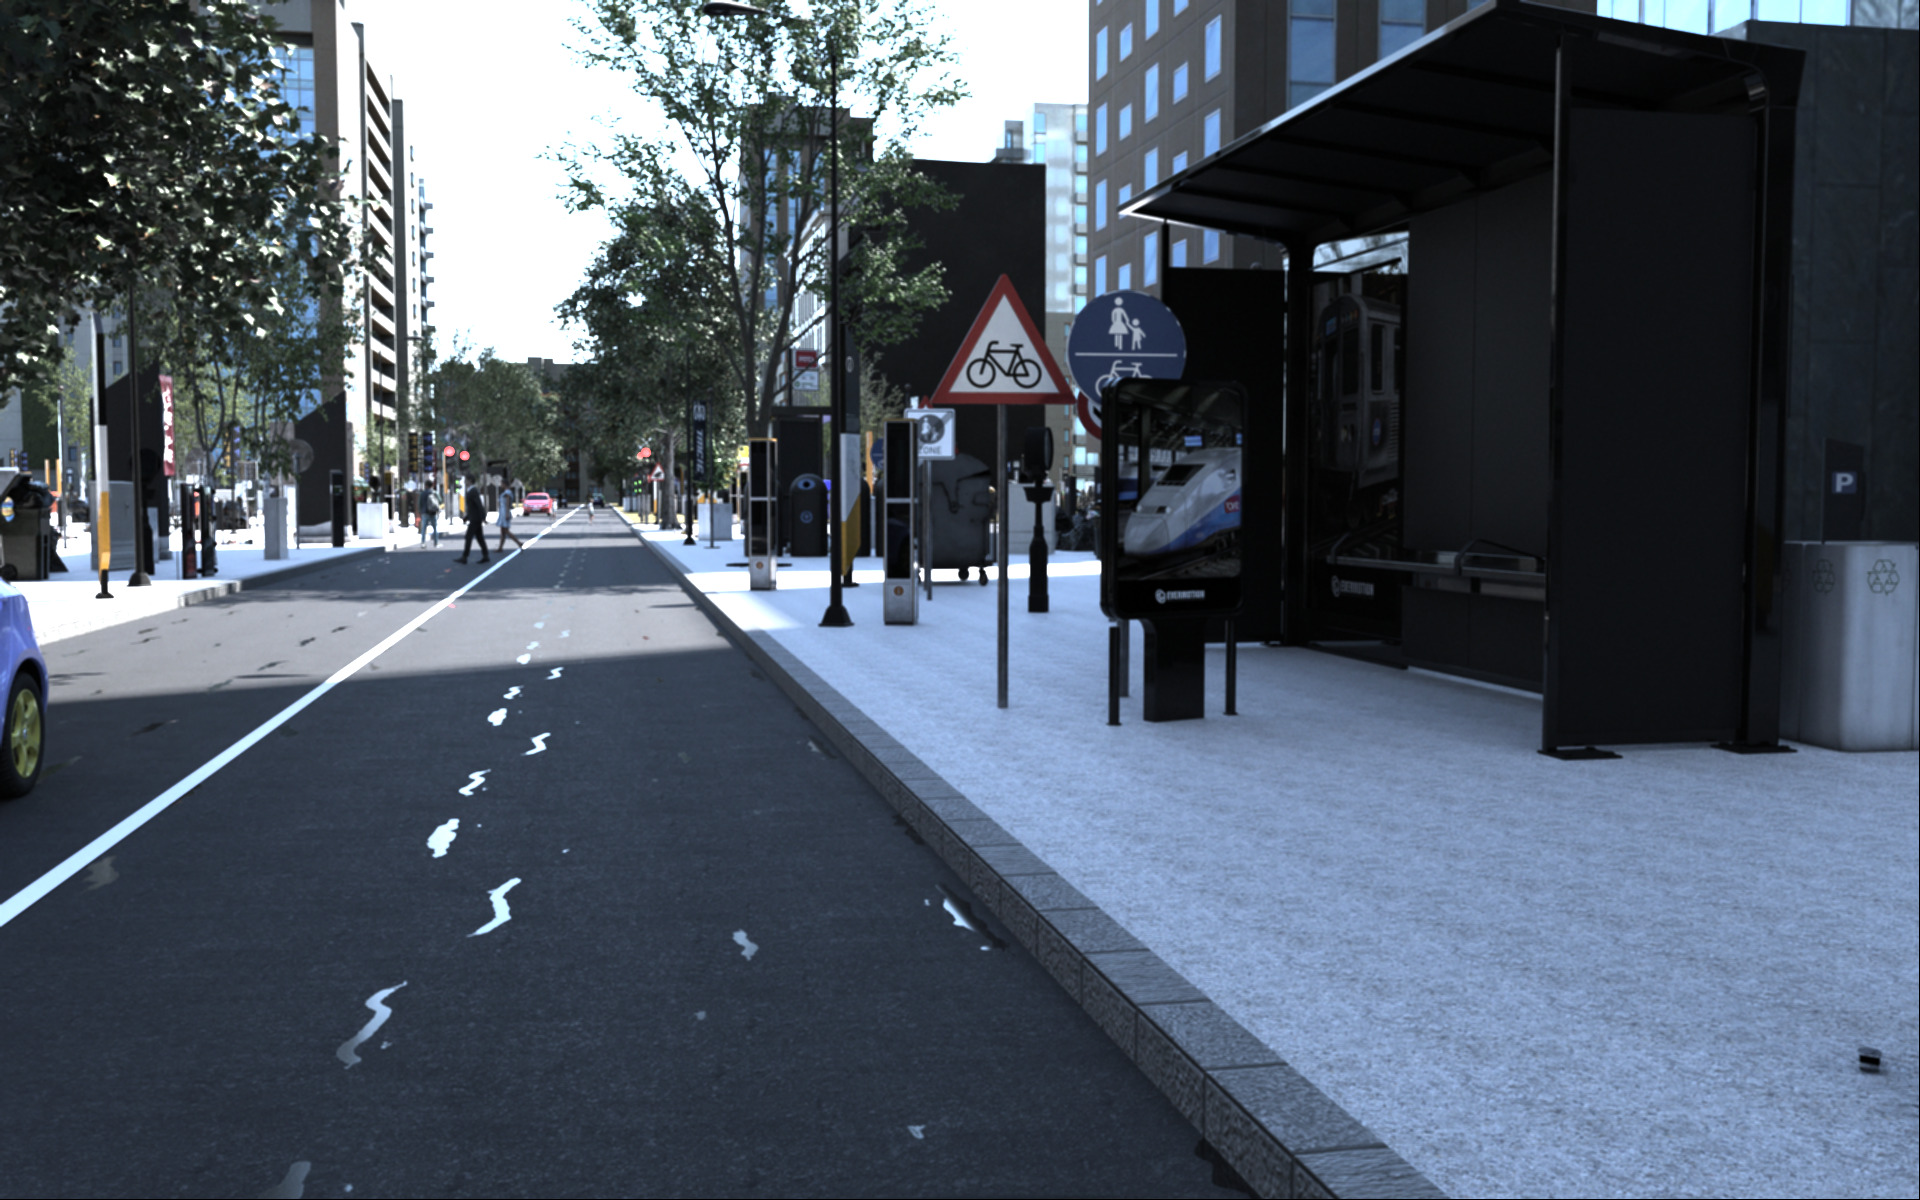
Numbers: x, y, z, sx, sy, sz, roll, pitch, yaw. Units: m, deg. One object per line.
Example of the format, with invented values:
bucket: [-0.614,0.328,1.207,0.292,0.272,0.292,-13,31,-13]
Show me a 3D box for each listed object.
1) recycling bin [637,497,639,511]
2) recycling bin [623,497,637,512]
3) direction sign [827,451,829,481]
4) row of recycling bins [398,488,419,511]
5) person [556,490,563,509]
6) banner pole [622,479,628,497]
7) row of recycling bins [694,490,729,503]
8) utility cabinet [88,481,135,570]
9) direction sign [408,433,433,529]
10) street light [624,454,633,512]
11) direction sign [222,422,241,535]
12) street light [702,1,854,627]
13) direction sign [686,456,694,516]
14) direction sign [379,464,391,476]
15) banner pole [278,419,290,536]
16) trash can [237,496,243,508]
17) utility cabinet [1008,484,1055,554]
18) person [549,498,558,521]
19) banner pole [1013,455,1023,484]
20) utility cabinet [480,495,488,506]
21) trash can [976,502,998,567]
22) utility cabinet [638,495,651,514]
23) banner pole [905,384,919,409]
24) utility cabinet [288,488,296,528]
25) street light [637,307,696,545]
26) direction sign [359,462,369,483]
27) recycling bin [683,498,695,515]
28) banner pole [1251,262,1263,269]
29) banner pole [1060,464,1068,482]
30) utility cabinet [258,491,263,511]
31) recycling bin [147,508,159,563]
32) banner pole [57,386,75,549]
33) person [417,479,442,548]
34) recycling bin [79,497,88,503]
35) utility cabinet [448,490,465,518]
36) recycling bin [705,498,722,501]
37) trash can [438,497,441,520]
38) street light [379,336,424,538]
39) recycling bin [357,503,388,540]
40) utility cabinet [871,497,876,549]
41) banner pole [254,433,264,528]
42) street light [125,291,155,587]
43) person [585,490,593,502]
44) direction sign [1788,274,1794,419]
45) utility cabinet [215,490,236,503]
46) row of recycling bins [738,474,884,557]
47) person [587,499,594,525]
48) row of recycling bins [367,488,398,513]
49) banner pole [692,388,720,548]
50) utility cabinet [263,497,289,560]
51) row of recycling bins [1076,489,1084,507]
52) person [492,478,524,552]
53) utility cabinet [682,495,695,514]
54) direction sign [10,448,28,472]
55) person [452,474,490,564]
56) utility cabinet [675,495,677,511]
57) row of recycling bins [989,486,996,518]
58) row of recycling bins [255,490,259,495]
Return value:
recycling bin: [-24.961,-7.319,132.221,0.722,1.027,0.722,1,4,14]
recycling bin: [-24.008,-6.907,125.481,0.722,1.027,0.722,-1,4,-18]
direction sign: [-6.910,-6.050,90.906,0.379,3.537,0.876,-1,4,-10]
row of recycling bins: [-38.850,-6.934,120.481,3.534,1.692,1.069,1,4,14]
person: [-38.110,-9.593,164.980,0.705,1.869,1.348,-3,5,-43]
banner pole: [-28.994,-9.788,150.052,0.401,3.779,0.863,2,4,31]
row of recycling bins: [-16.692,-6.750,117.477,3.534,1.692,1.069,-1,4,-14]
utility cabinet: [-14.257,-1.260,29.272,0.318,1.500,1.173,0,3,0]
direction sign: [-19.867,-4.396,63.870,0.876,3.537,0.379,0,4,-1]
street light: [-12.938,-6.008,70.772,1.470,5.913,1.316,-1,4,-12]
direction sign: [-22.998,-3.838,54.754,0.379,3.537,0.876,1,4,11]
street light: [-1.736,-2.694,16.596,1.470,5.913,1.316,-1,4,-12]
direction sign: [-15.879,-6.796,103.110,0.876,3.537,0.379,0,4,-7]
direction sign: [-43.843,-8.567,132.060,0.876,3.537,0.379,-2,4,-32]
banner pole: [-20.650,-3.824,52.534,0.401,3.779,0.863,-3,5,-39]
trash can: [-52.913,-7.090,127.581,0.748,1.137,0.748,0,3,0]
utility cabinet: [1.427,-1.730,36.957,1.173,1.500,0.318,1,4,14]
person: [-21.808,-4.860,92.975,0.382,1.210,0.505,1,4,17]
banner pole: [3.786,-7.418,111.298,0.863,3.779,0.401,1,4,11]
utility cabinet: [-31.312,-6.185,112.284,1.020,1.237,0.306,0,4,4]
trash can: [0.360,-1.171,30.800,0.748,1.137,0.748,0,3,0]
utility cabinet: [-20.406,-6.167,111.988,0.306,1.237,1.020,-3,5,-42]
banner pole: [-1.091,-3.018,39.365,0.401,3.779,0.863,-2,4,-23]
utility cabinet: [-24.592,-3.402,64.300,0.318,1.500,1.173,-3,4,-38]
street light: [-7.345,-4.330,43.345,1.470,5.913,1.316,-1,4,-12]
direction sign: [-42.421,-8.033,123.340,0.379,3.537,0.876,2,4,24]
recycling bin: [-16.324,-5.657,105.045,0.722,1.027,0.722,-2,4,-33]
banner pole: [2.985,-1.758,18.768,0.863,3.779,0.401,-1,4,-14]
banner pole: [8.671,-9.467,144.805,0.863,3.779,0.401,1,4,9]
utility cabinet: [-52.559,-7.475,130.892,1.173,1.500,0.318,0,4,2]
recycling bin: [-15.248,-1.181,31.861,0.722,1.027,0.722,0,4,-3]
banner pole: [-20.942,-3.081,40.392,0.401,3.779,0.863,-2,4,-32]
person: [-14.006,-2.269,45.577,0.794,1.824,0.713,1,4,12]
recycling bin: [-72.546,-7.978,142.991,0.722,1.027,0.722,1,4,16]
utility cabinet: [-27.012,-5.174,93.278,1.173,1.500,0.318,0,4,0]
recycling bin: [-14.181,-5.338,99.836,0.722,1.027,0.722,3,5,42]
trash can: [-24.444,-4.197,80.272,0.748,1.137,0.748,0,3,0]
street light: [-16.448,-4.796,50.961,1.470,5.913,1.316,-1,4,-12]
recycling bin: [-16.533,-2.215,48.764,0.722,1.027,0.722,-1,4,-9]
utility cabinet: [-1.835,-1.806,40.692,1.020,1.237,0.306,0,4,6]
banner pole: [-26.090,-4.554,64.467,0.863,3.779,0.401,3,5,42]
street light: [-10.825,-3.142,23.906,1.470,5.913,1.316,-1,4,-12]
person: [-37.233,-10.113,173.947,0.705,1.812,1.348,1,4,22]
direction sign: [8.164,-1.594,18.060,0.876,3.537,0.379,1,4,17]
utility cabinet: [-40.868,-5.358,96.286,1.173,1.500,0.318,-3,5,-40]
row of recycling bins: [-2.702,-1.740,35.564,3.534,1.692,1.069,0,4,3]
person: [-17.240,-4.100,80.547,0.382,1.210,0.505,-2,4,-35]
row of recycling bins: [-37.783,-6.293,109.996,3.534,1.692,1.069,0,4,3]
banner pole: [-6.011,-3.104,40.771,0.401,3.779,0.863,2,4,34]
utility cabinet: [-13.502,-1.407,34.166,0.306,1.237,1.020,-1,4,-12]
row of recycling bins: [9.854,-8.221,141.520,1.069,1.692,3.534,3,4,37]
person: [-11.080,-2.070,42.437,0.778,1.811,0.616,0,4,-2]
utility cabinet: [-16.949,-5.972,108.800,1.020,1.237,0.306,1,4,10]
direction sign: [-49.436,-6.062,91.115,0.876,3.537,0.379,0,4,3]
person: [-10.074,-1.675,35.671,0.755,1.850,0.659,-1,4,-12]
utility cabinet: [-16.542,-5.407,99.566,0.306,1.237,1.020,0,4,2]
row of recycling bins: [2.775,-5.004,88.928,3.534,1.692,1.069,0,4,3]
row of recycling bins: [-54.312,-7.938,136.894,3.534,1.692,1.069,-3,4,-36]
